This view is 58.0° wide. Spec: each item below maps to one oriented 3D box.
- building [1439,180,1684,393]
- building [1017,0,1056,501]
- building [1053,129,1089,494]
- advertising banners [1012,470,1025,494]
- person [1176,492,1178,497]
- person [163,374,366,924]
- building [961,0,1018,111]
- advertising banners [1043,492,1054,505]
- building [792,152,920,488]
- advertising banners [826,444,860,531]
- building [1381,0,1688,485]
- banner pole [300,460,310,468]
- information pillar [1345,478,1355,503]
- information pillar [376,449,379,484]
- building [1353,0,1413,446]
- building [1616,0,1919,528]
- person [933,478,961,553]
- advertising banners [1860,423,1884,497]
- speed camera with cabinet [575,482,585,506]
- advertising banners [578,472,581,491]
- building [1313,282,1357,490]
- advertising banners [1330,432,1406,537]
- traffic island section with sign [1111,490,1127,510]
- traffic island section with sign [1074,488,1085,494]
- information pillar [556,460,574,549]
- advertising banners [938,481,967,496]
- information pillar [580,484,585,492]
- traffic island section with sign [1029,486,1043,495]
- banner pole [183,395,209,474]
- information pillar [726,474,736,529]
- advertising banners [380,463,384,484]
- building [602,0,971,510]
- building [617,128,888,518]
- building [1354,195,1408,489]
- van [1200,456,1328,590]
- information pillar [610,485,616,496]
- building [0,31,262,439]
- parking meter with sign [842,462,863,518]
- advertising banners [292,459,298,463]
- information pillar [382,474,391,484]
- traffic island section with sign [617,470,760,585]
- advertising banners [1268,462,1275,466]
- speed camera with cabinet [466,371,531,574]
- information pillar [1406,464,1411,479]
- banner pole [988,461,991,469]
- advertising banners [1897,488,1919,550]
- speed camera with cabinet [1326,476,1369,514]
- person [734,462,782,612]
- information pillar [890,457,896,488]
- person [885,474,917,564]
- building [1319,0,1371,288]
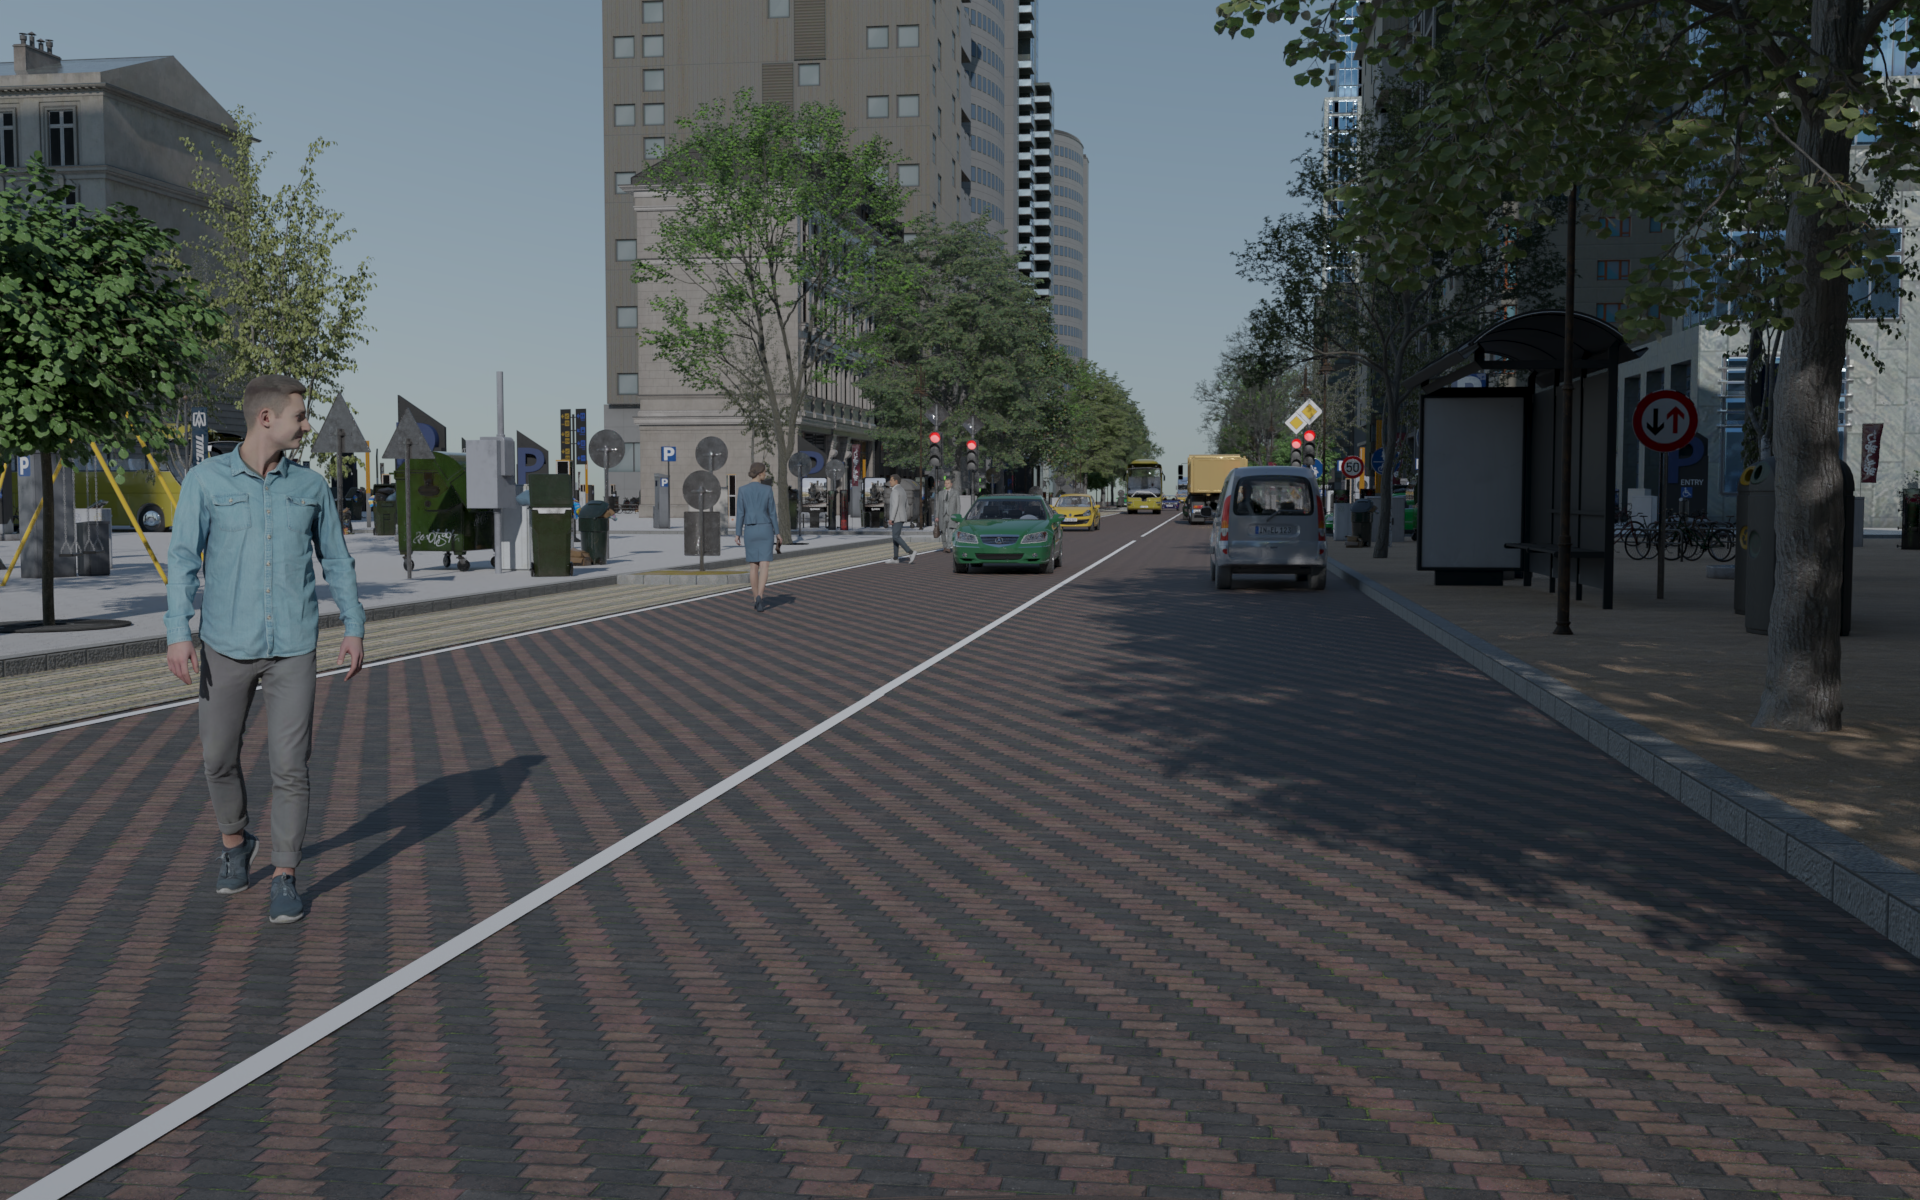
[{"bbox_3d":[47.817,-16.508,114.947,27.650,21.520,28.899,1,4,8],"label":"building"},{"bbox_3d":[3.068,-57.084,245.999,22.319,86.520,31.000,1,4,8],"label":"building"},{"bbox_3d":[8.896,-44.890,275.951,21.231,58.520,28.212,1,4,8],"label":"building"},{"bbox_3d":[3.498,-6.271,98.725,2.074,3.025,0.090,-2,4,-24],"label":"advertising banners"},{"bbox_3d":[33.855,-15.927,269.614,1.217,1.736,0.721,-1,4,-17],"label":"person"},{"bbox_3d":[-2.408,0.142,6.045,0.638,1.841,0.748,-1,4,-18],"label":"person"},{"bbox_3d":[-6.085,-38.928,178.467,21.231,58.520,28.212,1,4,8],"label":"building"},{"bbox_3d":[5.954,-7.717,122.354,0.090,3.025,2.074,3,5,42],"label":"advertising banners"},{"bbox_3d":[-10.204,-17.822,121.072,12.332,23.373,15.834,1,4,8],"label":"building"},{"bbox_3d":[-4.107,-3.968,61.069,0.090,3.025,2.074,-3,4,-38],"label":"advertising banners"},{"bbox_3d":[46.138,-42.980,140.974,20.563,71.187,20.611,1,4,8],"label":"building"},{"bbox_3d":[-43.608,-7.655,115.175,0.863,3.779,0.401,0,4,-8],"label":"banner pole"},{"bbox_3d":[18.203,-4.671,80.869,0.304,2.012,0.304,-3,5,-41],"label":"information pillar"},{"bbox_3d":[-29.887,-5.965,88.876,0.183,3.616,0.504,-1,4,-14],"label":"information pillar"},{"bbox_3d":[56.115,-36.093,179.361,28.713,52.752,27.495,1,4,8],"label":"building"},{"bbox_3d":[45.136,-46.483,72.664,31.000,86.520,22.319,1,4,8],"label":"building"},{"bbox_3d":[-0.332,-2.058,42.255,0.694,1.812,0.767,1,4,16],"label":"person"},{"bbox_3d":[22.006,-2.883,43.327,0.090,3.025,2.074,-3,4,-36],"label":"advertising banners"},{"bbox_3d":[-28.306,-8.169,127.901,0.660,3.252,2.038,-3,5,-40],"label":"speed camera with cabinet"},{"bbox_3d":[-29.821,-8.454,134.414,0.090,3.025,2.074,1,4,10],"label":"advertising banners"},{"bbox_3d":[57.975,-29.273,250.308,14.160,30.474,14.107,1,4,8],"label":"building"},{"bbox_3d":[11.592,-3.245,49.247,2.074,3.025,0.090,1,4,10],"label":"advertising banners"},{"bbox_3d":[14.895,-9.223,159.425,1.989,1.847,2.006,1,4,8],"label":"traffic island section with sign"},{"bbox_3d":[7.582,-6.162,109.370,1.989,1.847,2.006,1,4,8],"label":"traffic island section with sign"},{"bbox_3d":[-8.516,-2.009,37.342,0.304,2.012,0.304,0,4,1],"label":"information pillar"},{"bbox_3d":[-0.577,-6.331,99.707,2.074,3.025,0.090,-1,4,-16],"label":"advertising banners"},{"bbox_3d":[-28.554,-7.750,131.196,0.304,2.012,0.304,2,4,25],"label":"information pillar"},{"bbox_3d":[3.631,-4.510,82.368,1.989,1.847,2.006,1,4,8],"label":"traffic island section with sign"},{"bbox_3d":[-19.391,-3.296,43.914,0.863,3.779,0.401,1,4,13],"label":"banner pole"},{"bbox_3d":[-8.492,-3.658,64.306,0.304,2.012,0.304,-2,4,-25],"label":"information pillar"},{"bbox_3d":[-31.714,-6.115,96.165,0.090,3.025,2.074,-3,5,-44],"label":"advertising banners"},{"bbox_3d":[-13.777,-34.383,151.404,28.713,52.752,27.495,1,4,8],"label":"building"},{"bbox_3d":[-12.675,-14.813,93.107,10.553,20.767,40.483,1,4,8],"label":"building"},{"bbox_3d":[44.638,-23.746,159.945,14.160,30.474,14.107,1,4,8],"label":"building"},{"bbox_3d":[4.828,-1.246,27.381,2.013,2.044,4.112,0,4,7],"label":"van"},{"bbox_3d":[-26.906,-7.943,134.354,0.304,2.012,0.304,1,4,16],"label":"information pillar"},{"bbox_3d":[-54.321,-16.287,85.379,34.723,24.649,14.460,1,4,8],"label":"building"},{"bbox_3d":[-5.556,-5.969,93.849,1.738,3.016,0.543,-2,4,-23],"label":"parking meter with sign"},{"bbox_3d":[-33.172,-5.429,84.954,2.074,3.025,0.090,2,4,27],"label":"advertising banners"},{"bbox_3d":[-21.019,-3.609,63.500,0.304,2.012,0.304,-1,4,-19],"label":"information pillar"},{"bbox_3d":[-4.302,-1.190,28.082,1.989,1.847,2.006,1,4,8],"label":"traffic island section with sign"},{"bbox_3d":[17.750,-6.024,94.674,2.074,3.025,0.090,-1,4,-18],"label":"advertising banners"},{"bbox_3d":[-7.467,-2.103,28.714,0.660,3.252,2.038,1,4,11],"label":"speed camera with cabinet"},{"bbox_3d":[32.258,-8.151,124.616,0.183,3.616,0.504,3,5,42],"label":"information pillar"},{"bbox_3d":[2.214,-8.504,129.058,0.401,3.779,0.863,1,4,21],"label":"banner pole"},{"bbox_3d":[22.334,-2.628,39.152,0.090,3.025,2.074,-3,5,-39],"label":"advertising banners"},{"bbox_3d":[19.418,-5.654,86.778,2.038,3.252,0.660,0,4,4],"label":"speed camera with cabinet"},{"bbox_3d":[-2.496,-0.776,21.211,0.581,1.822,0.654,1,4,11],"label":"person"},{"bbox_3d":[-4.021,-6.890,104.005,0.183,3.616,0.504,3,4,38],"label":"information pillar"},{"bbox_3d":[-1.202,-1.669,35.634,0.795,1.843,0.661,1,4,21],"label":"person"},{"bbox_3d":[65.237,-58.570,270.290,22.319,86.520,31.000,1,4,8],"label":"building"}]
